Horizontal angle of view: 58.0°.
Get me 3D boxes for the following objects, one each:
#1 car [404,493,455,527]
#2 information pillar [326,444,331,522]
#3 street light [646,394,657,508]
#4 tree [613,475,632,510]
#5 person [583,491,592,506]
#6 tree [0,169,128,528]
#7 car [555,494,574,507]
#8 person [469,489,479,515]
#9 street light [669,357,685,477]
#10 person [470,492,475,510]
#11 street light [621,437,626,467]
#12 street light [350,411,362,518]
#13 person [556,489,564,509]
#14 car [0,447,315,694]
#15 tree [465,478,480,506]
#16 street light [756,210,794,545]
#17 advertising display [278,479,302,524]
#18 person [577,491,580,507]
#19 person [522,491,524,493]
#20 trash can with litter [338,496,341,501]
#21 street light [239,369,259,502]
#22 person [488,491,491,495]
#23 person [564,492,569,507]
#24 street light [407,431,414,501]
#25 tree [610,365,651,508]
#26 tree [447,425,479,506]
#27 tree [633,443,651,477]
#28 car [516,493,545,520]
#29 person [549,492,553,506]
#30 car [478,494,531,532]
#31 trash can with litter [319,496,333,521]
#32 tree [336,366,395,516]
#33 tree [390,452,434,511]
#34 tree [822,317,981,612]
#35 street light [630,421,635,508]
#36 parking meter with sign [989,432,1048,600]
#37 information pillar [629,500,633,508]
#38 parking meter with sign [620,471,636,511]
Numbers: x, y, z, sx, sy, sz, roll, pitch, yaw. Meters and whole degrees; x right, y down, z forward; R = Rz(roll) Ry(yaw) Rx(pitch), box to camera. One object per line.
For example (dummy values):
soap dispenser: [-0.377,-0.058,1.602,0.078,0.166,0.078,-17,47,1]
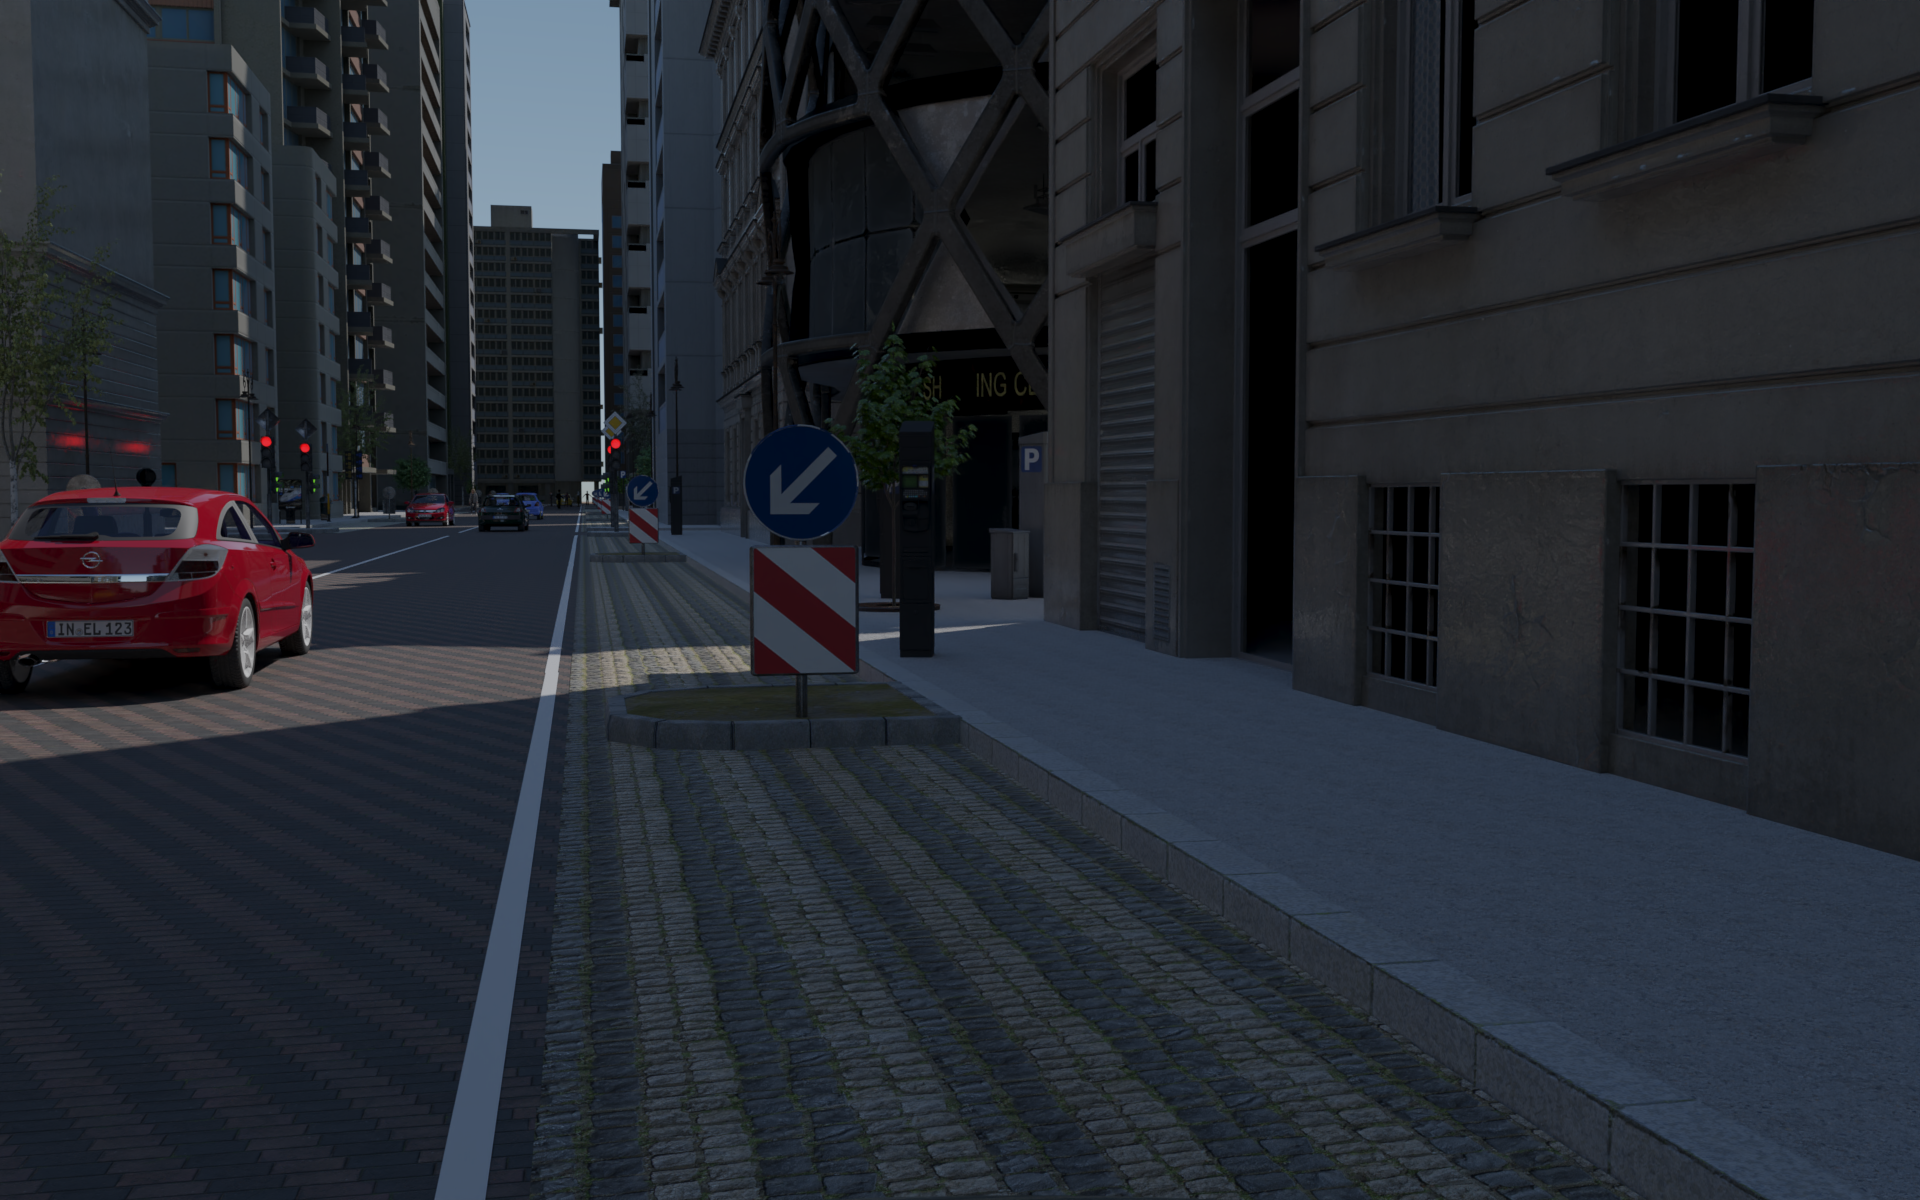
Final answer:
car: [-23.824,-4.212,77.913,2.155,1.783,4.494,-1,4,-11]
information pillar: [-29.220,-5.427,80.078,0.183,3.616,0.504,-1,4,-21]
street light: [-14.009,-6.477,78.682,0.468,5.910,1.993,-1,4,-12]
tree: [-28.447,-9.274,146.237,1.663,3.219,1.824,0,3,0]
person: [-45.354,-12.378,210.835,1.348,1.831,0.705,-2,4,-32]
tree: [-21.261,-5.436,39.233,4.737,8.622,4.395,0,3,0]
car: [-44.060,-11.173,192.899,2.015,1.641,3.980,-1,4,-12]
person: [-33.238,-6.722,118.585,0.709,1.800,0.728,1,4,8]
street light: [-9.526,-5.230,58.291,0.468,5.910,1.993,-1,4,-12]
person: [-43.318,-8.851,154.023,0.445,1.727,0.742,0,4,4]
street light: [-26.939,-10.133,138.455,0.468,5.910,1.993,-1,4,-12]
street light: [-32.850,-7.436,94.370,0.468,5.910,1.993,-1,4,-12]
person: [-37.468,-9.414,162.046,0.705,1.869,1.348,-3,5,-43]
car: [-6.435,-0.305,14.035,2.155,1.783,4.494,-1,4,-12]
tree: [-53.542,-11.908,189.295,1.663,3.219,1.824,0,3,0]
street light: [-3.037,-3.407,28.500,0.468,5.910,1.993,-1,4,-12]
advertising display: [-28.797,-4.236,74.466,0.974,1.923,0.123,-1,4,-22]
person: [-43.382,-11.455,196.520,0.721,1.736,1.217,0,4,-7]
person: [-45.390,-10.429,179.732,1.217,1.735,0.721,-2,4,-27]
trash can with litter: [-34.886,-5.183,96.128,1.055,1.170,0.624,-2,4,-26]
street light: [-26.258,-5.581,64.031,0.468,5.910,1.993,-1,4,-12]
person: [-50.110,-10.746,184.911,1.217,1.743,0.721,-1,4,-18]
person: [-43.052,-10.978,189.460,0.415,1.643,0.593,2,4,29]
street light: [-39.324,-9.259,124.165,0.468,5.910,1.993,-1,4,-12]
tree: [-17.866,-9.133,99.689,4.360,8.622,3.978,0,3,0]
tree: [-53.093,-14.316,184.425,4.737,8.622,4.395,0,3,0]
tree: [-16.239,-6.819,95.197,4.285,4.588,4.351,0,3,0]
car: [-24.335,-5.364,97.285,1.945,1.707,3.694,-1,4,-11]
person: [-47.991,-11.844,202.950,0.742,1.727,0.445,3,4,38]
car: [-17.725,-3.518,67.310,2.009,1.686,4.222,-1,4,-11]
trash can with litter: [-30.852,-4.461,84.320,0.624,1.170,1.055,-1,4,-19]
tree: [-34.607,-9.100,99.153,4.737,8.622,4.395,0,3,0]
tree: [-42.667,-9.242,134.818,4.285,4.588,4.351,0,3,0]
tree: [-0.830,-1.498,19.100,1.663,3.219,1.824,0,3,0]
street light: [-20.503,-8.308,108.626,0.468,5.910,1.993,-1,4,-12]
parking meter with sign: [1.065,-1.550,21.596,0.543,3.016,1.738,3,5,39]
information pillar: [-23.225,-7.203,122.268,0.304,2.012,0.304,0,4,-6]
parking meter with sign: [-24.959,-8.243,131.031,0.543,3.016,1.738,2,4,25]
